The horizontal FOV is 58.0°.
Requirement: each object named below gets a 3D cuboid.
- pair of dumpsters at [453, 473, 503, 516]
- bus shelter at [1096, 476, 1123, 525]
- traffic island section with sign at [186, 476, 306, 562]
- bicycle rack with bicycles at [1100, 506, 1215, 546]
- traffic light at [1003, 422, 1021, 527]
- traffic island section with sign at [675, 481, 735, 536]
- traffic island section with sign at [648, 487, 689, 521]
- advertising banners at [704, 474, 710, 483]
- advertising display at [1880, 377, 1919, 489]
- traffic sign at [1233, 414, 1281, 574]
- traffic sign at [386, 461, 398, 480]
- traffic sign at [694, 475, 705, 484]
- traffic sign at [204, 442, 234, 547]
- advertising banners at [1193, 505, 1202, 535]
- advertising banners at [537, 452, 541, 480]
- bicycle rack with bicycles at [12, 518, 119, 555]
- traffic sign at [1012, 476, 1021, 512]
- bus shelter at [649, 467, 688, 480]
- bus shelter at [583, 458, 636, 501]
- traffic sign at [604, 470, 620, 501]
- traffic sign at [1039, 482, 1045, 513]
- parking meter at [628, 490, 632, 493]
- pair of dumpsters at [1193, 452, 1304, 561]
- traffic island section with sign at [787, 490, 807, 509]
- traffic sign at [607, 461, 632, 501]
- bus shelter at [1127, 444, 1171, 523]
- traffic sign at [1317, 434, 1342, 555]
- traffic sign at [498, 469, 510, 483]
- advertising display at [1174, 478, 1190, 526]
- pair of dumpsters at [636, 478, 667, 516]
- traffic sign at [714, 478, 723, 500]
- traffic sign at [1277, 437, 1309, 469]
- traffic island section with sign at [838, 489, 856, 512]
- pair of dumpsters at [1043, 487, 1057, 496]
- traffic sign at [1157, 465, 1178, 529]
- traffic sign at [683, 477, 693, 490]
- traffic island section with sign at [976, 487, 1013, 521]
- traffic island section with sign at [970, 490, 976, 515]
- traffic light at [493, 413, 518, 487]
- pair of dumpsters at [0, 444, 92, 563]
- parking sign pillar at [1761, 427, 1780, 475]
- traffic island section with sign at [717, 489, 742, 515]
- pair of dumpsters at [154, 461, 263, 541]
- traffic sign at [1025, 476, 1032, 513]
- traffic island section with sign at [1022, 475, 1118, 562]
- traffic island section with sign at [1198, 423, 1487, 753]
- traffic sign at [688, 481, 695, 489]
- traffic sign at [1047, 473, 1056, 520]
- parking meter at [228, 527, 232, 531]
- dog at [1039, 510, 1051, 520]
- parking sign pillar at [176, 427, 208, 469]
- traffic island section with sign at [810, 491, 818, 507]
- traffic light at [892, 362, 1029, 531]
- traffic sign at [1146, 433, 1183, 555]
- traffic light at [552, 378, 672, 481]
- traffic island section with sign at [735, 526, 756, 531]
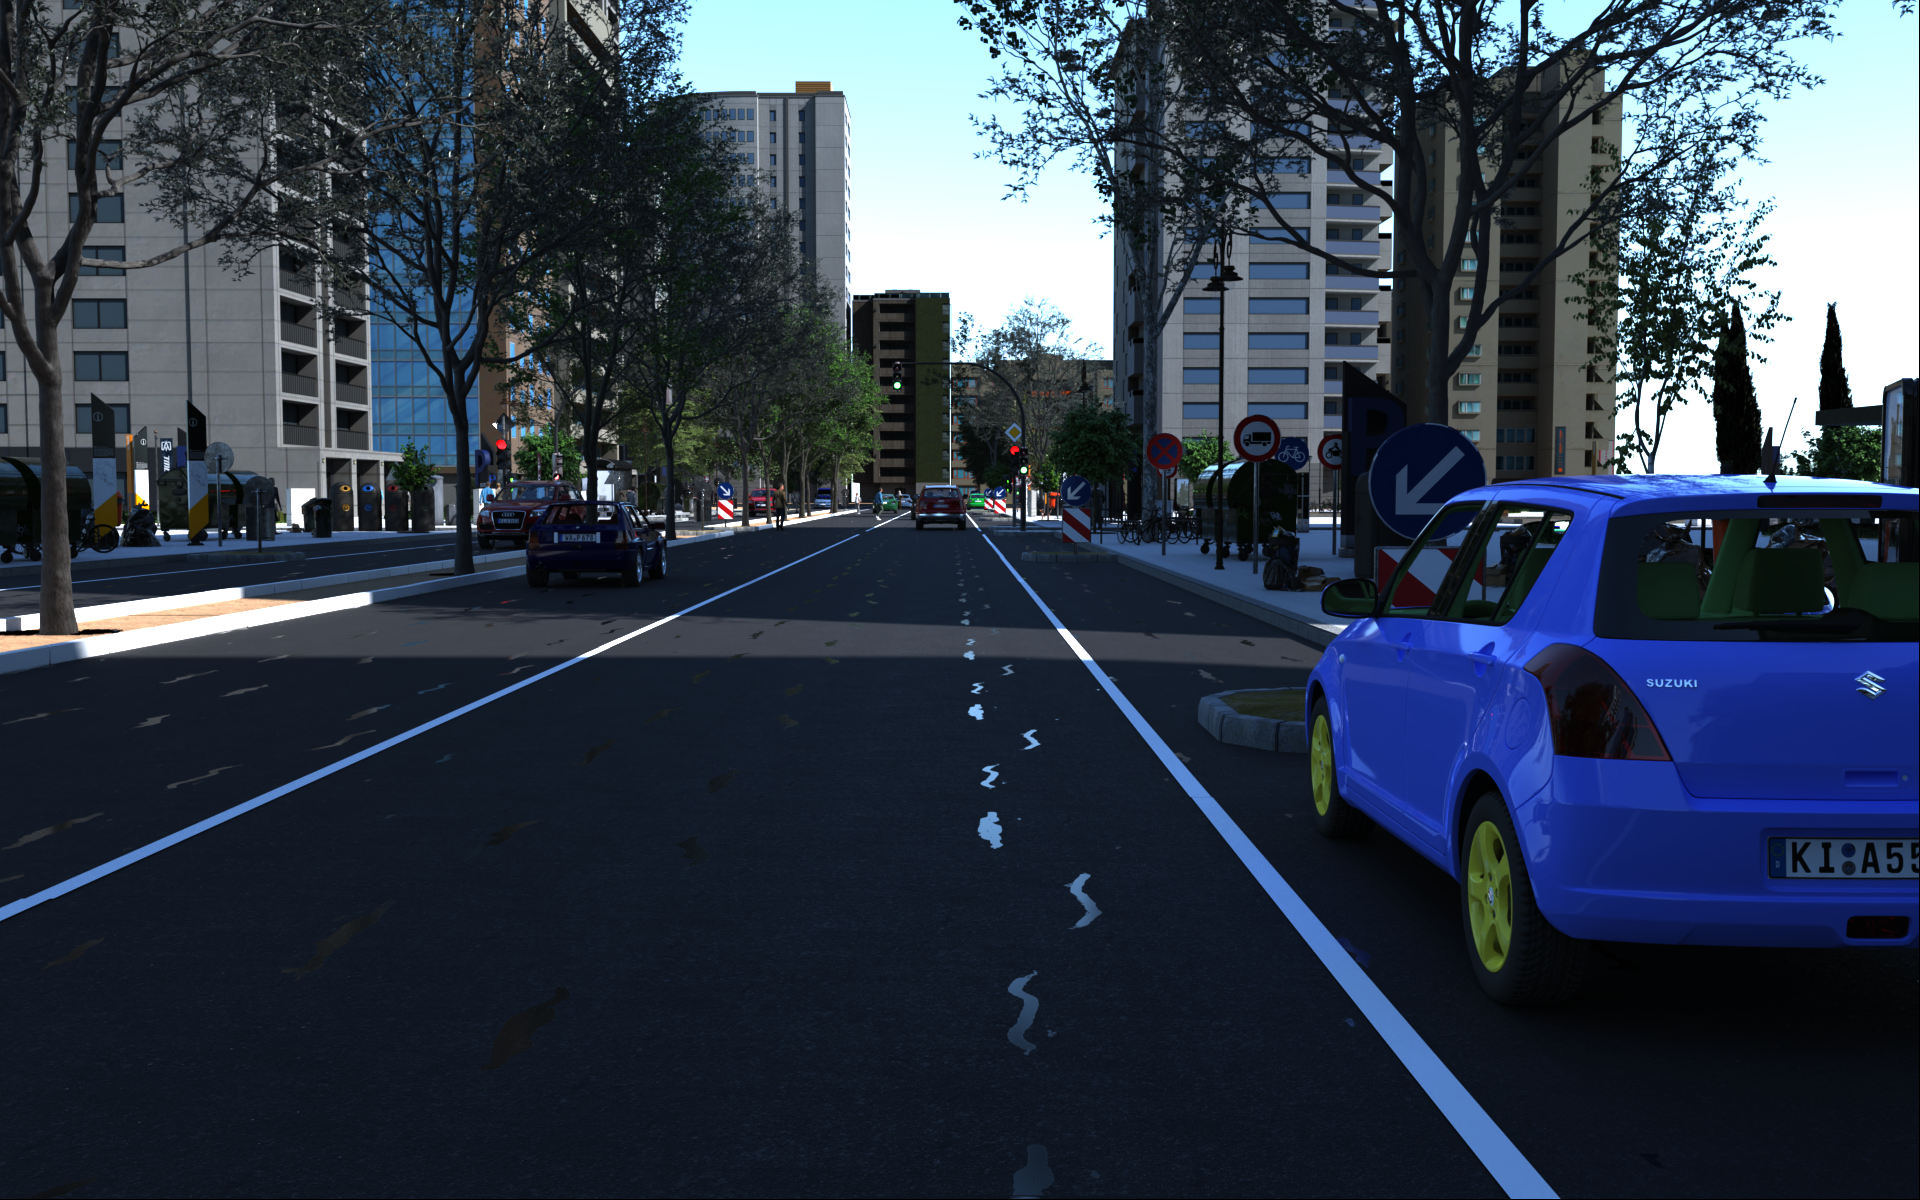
[{"bbox_3d":[-21.835,-4.685,79.086,1.574,2.255,4.437,0,4,0],"label":"pair of dumpsters"},{"bbox_3d":[6.082,-4.973,75.239,2.014,3.302,5.546,0,4,0],"label":"bus shelter"},{"bbox_3d":[-15.280,-1.754,37.313,1.989,1.847,2.006,0,4,0],"label":"traffic island section with sign"},{"bbox_3d":[4.878,-1.905,44.525,2.852,0.926,2.925,-2,4,-26],"label":"bicycle rack with bicycles"},{"bbox_3d":[2.115,-4.827,67.835,0.839,4.253,0.868,0,4,0],"label":"traffic light"},{"bbox_3d":[-9.025,-3.180,60.137,2.006,1.907,1.989,0,4,0],"label":"traffic island section with sign"},{"bbox_3d":[-15.622,-5.156,92.924,1.989,1.847,2.006,0,4,0],"label":"traffic island section with sign"},{"bbox_3d":[-20.034,-8.319,132.203,2.074,3.025,0.090,-2,4,-25],"label":"advertising banners"},{"bbox_3d":[5.425,-0.293,10.002,0.123,1.923,0.974,1,4,22],"label":"advertising display"},{"bbox_3d":[4.761,-1.696,27.831,0.768,2.556,0.104,0,4,0],"label":"traffic sign"},{"bbox_3d":[-22.016,-4.137,67.640,0.884,2.594,0.081,0,4,7],"label":"traffic sign"},{"bbox_3d":[-17.806,-7.227,118.262,0.768,2.556,0.104,0,4,6],"label":"traffic sign"},{"bbox_3d":[-18.109,-2.582,42.321,0.768,2.556,0.104,0,4,6],"label":"traffic sign"},{"bbox_3d":[8.311,-3.566,54.499,2.074,3.025,0.090,-1,4,-17],"label":"advertising banners"},{"bbox_3d":[-18.034,-4.726,73.451,0.090,3.025,2.074,-2,4,-28],"label":"advertising banners"},{"bbox_3d":[-19.781,-1.479,37.570,2.925,0.926,2.852,-1,4,-9],"label":"bicycle rack with bicycles"},{"bbox_3d":[4.047,-7.449,121.904,0.768,2.556,0.104,0,4,1],"label":"traffic sign"},{"bbox_3d":[-21.522,-8.207,128.110,2.014,3.302,5.546,0,4,0],"label":"bus shelter"},{"bbox_3d":[-20.432,-6.562,101.218,2.014,3.302,5.546,0,4,0],"label":"bus shelter"},{"bbox_3d":[-18.742,-5.708,93.331,0.884,2.594,0.081,0,4,2],"label":"traffic sign"},{"bbox_3d":[4.774,-5.970,97.710,0.768,2.556,0.104,0,4,1],"label":"traffic sign"},{"bbox_3d":[-20.837,-6.205,109.856,0.372,1.533,0.369,0,3,0],"label":"parking meter"},{"bbox_3d":[5.792,-1.986,34.965,1.574,2.255,4.437,0,4,0],"label":"pair of dumpsters"},{"bbox_3d":[-16.059,-9.849,169.653,1.989,1.847,2.006,0,4,0],"label":"traffic island section with sign"},{"bbox_3d":[-21.017,-6.806,105.154,2.265,3.308,0.079,0,4,7],"label":"traffic sign"},{"bbox_3d":[8.404,-5.343,78.644,1.731,3.624,6.357,0,4,0],"label":"bus shelter"},{"bbox_3d":[7.915,-2.229,36.554,0.768,2.556,0.104,0,4,7],"label":"traffic sign"},{"bbox_3d":[-21.568,-5.014,82.088,0.768,2.556,0.104,0,4,7],"label":"traffic sign"},{"bbox_3d":[8.913,-3.937,69.580,0.123,1.923,0.974,3,5,39],"label":"advertising display"},{"bbox_3d":[-18.655,-6.289,105.314,1.574,2.255,4.437,0,4,0],"label":"pair of dumpsters"},{"bbox_3d":[-18.686,-8.192,134.037,0.768,2.556,0.104,1,4,9],"label":"traffic sign"},{"bbox_3d":[7.349,-2.346,38.462,0.768,2.556,0.104,0,4,6],"label":"traffic sign"},{"bbox_3d":[-9.510,-8.229,142.682,2.006,1.907,1.989,0,4,0],"label":"traffic island section with sign"},{"bbox_3d":[7.081,-8.408,139.964,1.574,2.255,4.437,0,4,0],"label":"pair of dumpsters"},{"bbox_3d":[6.989,-3.582,58.678,0.768,2.556,0.104,0,4,4],"label":"traffic sign"},{"bbox_3d":[-19.660,-7.643,125.075,0.768,2.556,0.104,0,4,3],"label":"traffic sign"},{"bbox_3d":[2.011,-5.146,92.766,1.989,1.847,2.006,0,4,0],"label":"traffic island section with sign"},{"bbox_3d":[1.852,-6.795,119.720,1.989,1.847,2.006,0,4,0],"label":"traffic island section with sign"},{"bbox_3d":[-15.699,-4.331,59.730,0.839,4.253,0.868,0,4,0],"label":"traffic light"},{"bbox_3d":[-18.079,-1.830,32.414,1.574,2.255,4.437,0,4,0],"label":"pair of dumpsters"},{"bbox_3d":[32.844,-5.002,70.248,1.447,3.967,1.447,1,4,14],"label":"parking sign pillar"},{"bbox_3d":[-15.761,-6.821,120.154,1.989,1.847,2.006,0,4,0],"label":"traffic island section with sign"},{"bbox_3d":[-21.059,-2.833,48.810,1.574,2.255,4.437,0,4,0],"label":"pair of dumpsters"},{"bbox_3d":[4.698,-7.353,120.328,0.768,2.556,0.104,0,4,3],"label":"traffic sign"},{"bbox_3d":[2.344,-1.758,37.374,1.989,1.847,2.006,0,4,0],"label":"traffic island section with sign"},{"bbox_3d":[2.494,-0.110,10.419,1.989,1.847,2.006,0,4,0],"label":"traffic island section with sign"},{"bbox_3d":[-20.592,-7.994,132.833,0.606,2.300,0.079,0,4,5],"label":"traffic sign"},{"bbox_3d":[4.339,-5.208,85.262,0.768,2.556,0.104,0,4,4],"label":"traffic sign"},{"bbox_3d":[-25.301,-3.331,60.167,0.399,1.863,0.255,0,4,-3],"label":"parking meter"},{"bbox_3d":[4.281,-4.276,86.737,0.406,0.507,0.540,3,4,39],"label":"dog"},{"bbox_3d":[-30.939,-4.986,69.985,1.447,3.967,1.447,0,4,-3],"label":"parking sign pillar"},{"bbox_3d":[-16.217,-11.515,196.905,1.989,1.847,2.006,0,4,0],"label":"traffic island section with sign"},{"bbox_3d":[0.070,-5.201,59.697,4.771,5.953,1.251,0,4,0],"label":"traffic light"},{"bbox_3d":[4.269,-2.208,36.210,0.768,2.556,0.104,1,4,9],"label":"traffic sign"},{"bbox_3d":[-13.655,-5.694,67.762,4.771,5.953,1.251,0,4,0],"label":"traffic light"},{"bbox_3d":[-9.059,-3.634,67.544,2.006,1.907,1.989,0,4,0],"label":"traffic island section with sign"}]
